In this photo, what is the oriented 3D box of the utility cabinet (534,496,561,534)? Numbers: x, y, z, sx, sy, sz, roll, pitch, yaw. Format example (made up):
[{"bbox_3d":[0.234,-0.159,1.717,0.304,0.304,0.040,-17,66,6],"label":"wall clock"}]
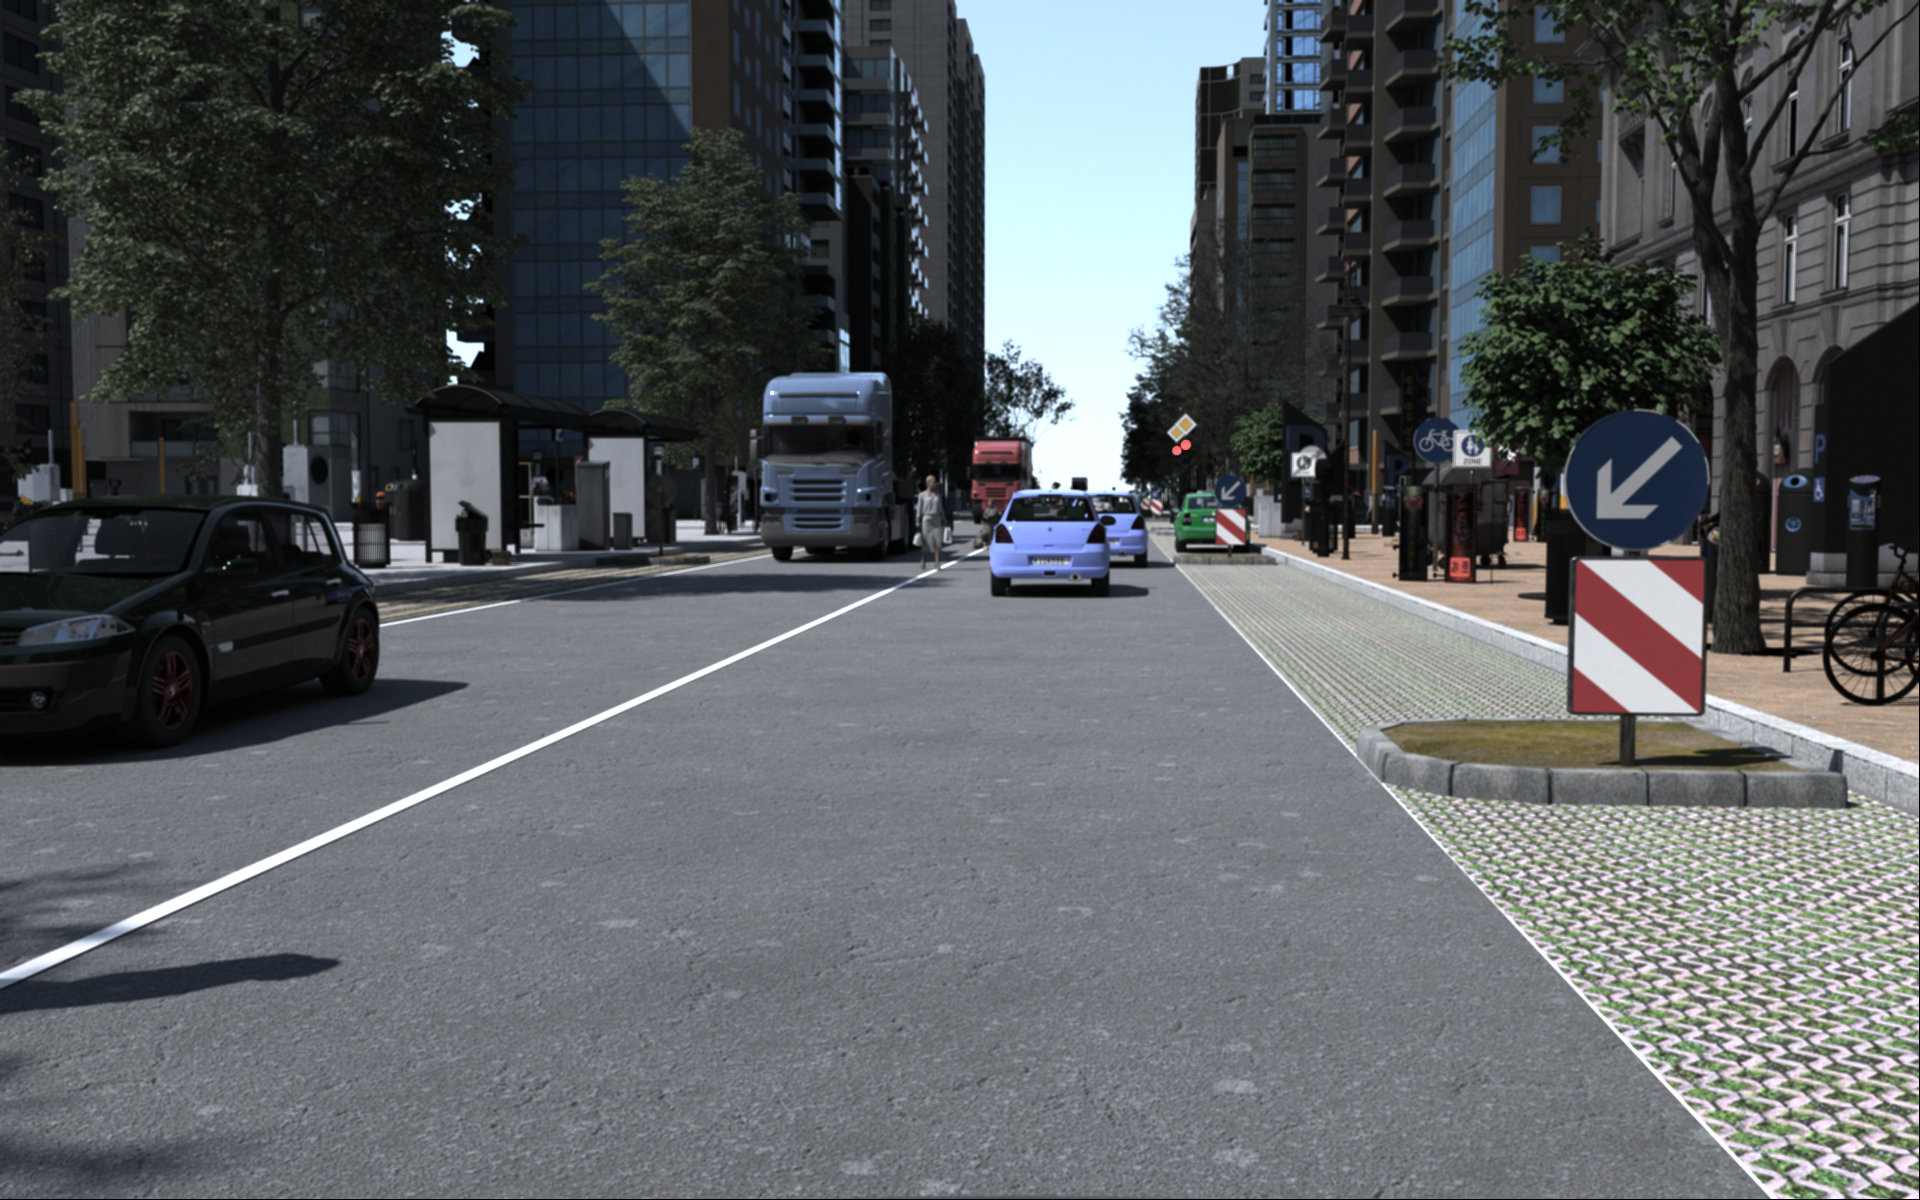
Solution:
[{"bbox_3d":[-13.468,-2.766,56.390,0.306,1.237,1.020,2,4,30],"label":"utility cabinet"}]

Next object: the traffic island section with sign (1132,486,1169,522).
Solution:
[{"bbox_3d":[10.085,-4.982,90.088,1.989,1.847,2.006,0,4,5],"label":"traffic island section with sign"}]

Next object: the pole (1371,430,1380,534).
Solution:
[{"bbox_3d":[13.198,-3.740,54.987,0.158,3.312,0.155,0,3,0],"label":"pole"}]

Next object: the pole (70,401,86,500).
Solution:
[{"bbox_3d":[-19.521,-2.717,38.268,0.158,3.312,0.155,0,3,0],"label":"pole"}]

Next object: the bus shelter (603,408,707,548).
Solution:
[{"bbox_3d":[-8.003,-3.043,43.685,2.014,3.302,5.546,0,4,5],"label":"bus shelter"}]

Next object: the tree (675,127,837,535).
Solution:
[{"bbox_3d":[-7.704,-8.292,53.697,7.486,12.596,7.792,0,3,0],"label":"tree"}]

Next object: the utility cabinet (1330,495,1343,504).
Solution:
[{"bbox_3d":[17.910,-4.421,83.439,1.020,1.237,0.306,-1,4,-15],"label":"utility cabinet"}]

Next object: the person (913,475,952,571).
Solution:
[{"bbox_3d":[-0.526,-1.451,32.582,0.694,1.780,0.624,-1,4,-9],"label":"person"}]

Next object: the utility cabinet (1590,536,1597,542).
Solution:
[{"bbox_3d":[17.074,-2.180,46.804,0.306,1.237,1.020,3,5,42],"label":"utility cabinet"}]

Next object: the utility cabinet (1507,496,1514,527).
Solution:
[{"bbox_3d":[21.339,-3.475,67.979,0.306,1.237,1.020,-1,4,-17],"label":"utility cabinet"}]

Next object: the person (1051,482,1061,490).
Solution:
[{"bbox_3d":[2.703,-2.528,50.172,0.374,1.781,0.599,-3,4,-36],"label":"person"}]

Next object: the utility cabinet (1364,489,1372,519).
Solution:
[{"bbox_3d":[18.774,-4.344,79.711,0.318,1.500,1.173,1,4,8],"label":"utility cabinet"}]

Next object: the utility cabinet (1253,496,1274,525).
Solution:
[{"bbox_3d":[12.615,-3.679,71.317,1.020,1.237,0.306,1,4,15],"label":"utility cabinet"}]

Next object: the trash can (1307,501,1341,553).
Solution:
[{"bbox_3d":[7.890,-1.585,37.575,0.748,1.137,0.748,0,3,0],"label":"trash can"}]

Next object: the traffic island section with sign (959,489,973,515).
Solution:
[{"bbox_3d":[0.956,-6.747,118.948,1.989,1.847,2.006,0,4,5],"label":"traffic island section with sign"}]

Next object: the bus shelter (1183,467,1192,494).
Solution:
[{"bbox_3d":[16.351,-8.000,122.082,1.731,3.624,6.357,0,4,5],"label":"bus shelter"}]

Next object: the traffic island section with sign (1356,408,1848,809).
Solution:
[{"bbox_3d":[3.108,-0.014,8.851,1.989,1.847,2.006,0,4,5],"label":"traffic island section with sign"}]

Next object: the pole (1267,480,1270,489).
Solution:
[{"bbox_3d":[21.432,-7.743,120.441,0.158,3.312,0.155,0,3,0],"label":"pole"}]

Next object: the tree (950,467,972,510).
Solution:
[{"bbox_3d":[0.278,-9.569,140.174,4.285,4.588,4.351,0,3,0],"label":"tree"}]

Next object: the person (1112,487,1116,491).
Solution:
[{"bbox_3d":[9.100,-5.795,103.028,0.659,1.850,0.755,2,4,33],"label":"person"}]

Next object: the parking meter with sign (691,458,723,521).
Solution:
[{"bbox_3d":[-11.983,-5.282,82.614,1.738,3.016,0.543,2,4,31],"label":"parking meter with sign"}]

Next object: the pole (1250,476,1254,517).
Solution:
[{"bbox_3d":[16.456,-6.341,97.514,0.158,3.312,0.155,0,3,0],"label":"pole"}]

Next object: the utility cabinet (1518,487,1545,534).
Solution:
[{"bbox_3d":[18.178,-2.830,54.956,1.173,1.500,0.318,-1,4,-18],"label":"utility cabinet"}]

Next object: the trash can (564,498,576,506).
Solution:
[{"bbox_3d":[-15.566,-3.546,69.629,0.748,1.137,0.748,0,3,0],"label":"trash can"}]

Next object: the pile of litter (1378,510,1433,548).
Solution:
[{"bbox_3d":[10.901,-1.688,41.559,1.176,0.858,1.719,-1,4,-15],"label":"pile of litter"}]

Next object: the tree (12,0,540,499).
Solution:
[{"bbox_3d":[-9.548,-6.499,24.387,7.486,12.596,7.792,0,3,0],"label":"tree"}]

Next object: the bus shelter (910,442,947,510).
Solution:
[{"bbox_3d":[-2.135,-8.827,121.952,2.179,5.291,8.768,0,4,5],"label":"bus shelter"}]

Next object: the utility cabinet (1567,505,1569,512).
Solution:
[{"bbox_3d":[19.554,-2.642,54.351,0.306,1.237,1.020,-3,4,-37],"label":"utility cabinet"}]

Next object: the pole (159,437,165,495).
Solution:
[{"bbox_3d":[-28.742,-4.195,62.438,0.158,3.312,0.155,0,3,0],"label":"pole"}]

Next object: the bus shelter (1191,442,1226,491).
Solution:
[{"bbox_3d":[16.232,-8.357,114.268,2.179,5.291,8.768,0,4,5],"label":"bus shelter"}]

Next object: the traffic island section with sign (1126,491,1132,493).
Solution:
[{"bbox_3d":[12.472,-6.687,117.952,1.989,1.847,2.006,0,4,5],"label":"traffic island section with sign"}]

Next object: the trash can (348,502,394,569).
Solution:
[{"bbox_3d":[-10.168,-1.118,29.928,0.748,1.137,0.748,0,3,0],"label":"trash can"}]

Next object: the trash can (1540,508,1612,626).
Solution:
[{"bbox_3d":[6.074,-0.327,17.008,0.748,1.137,0.748,0,3,0],"label":"trash can"}]

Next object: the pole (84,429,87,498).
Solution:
[{"bbox_3d":[-27.303,-3.673,53.903,0.158,3.312,0.155,0,3,0],"label":"pole"}]

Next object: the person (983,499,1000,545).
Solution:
[{"bbox_3d":[0.896,-2.199,48.725,0.475,1.303,0.640,0,4,-7],"label":"person"}]

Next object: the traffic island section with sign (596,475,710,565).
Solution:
[{"bbox_3d":[-6.215,-1.643,35.496,1.989,1.847,2.006,0,4,5],"label":"traffic island section with sign"}]

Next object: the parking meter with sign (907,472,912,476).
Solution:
[{"bbox_3d":[-3.987,-8.533,135.769,0.543,3.016,1.738,-1,4,-11],"label":"parking meter with sign"}]

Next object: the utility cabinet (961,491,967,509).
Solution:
[{"bbox_3d":[0.335,-8.254,143.637,0.318,1.500,1.173,-1,4,-13],"label":"utility cabinet"}]

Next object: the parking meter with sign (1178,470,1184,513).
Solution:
[{"bbox_3d":[13.812,-6.918,109.373,0.543,3.016,1.738,0,4,2],"label":"parking meter with sign"}]

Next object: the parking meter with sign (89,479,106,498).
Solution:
[{"bbox_3d":[-44.954,-5.756,90.363,1.738,3.016,0.543,-3,5,-44],"label":"parking meter with sign"}]

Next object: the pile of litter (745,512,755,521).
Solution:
[{"bbox_3d":[-10.552,-4.318,84.566,1.176,0.858,1.719,-2,4,-30],"label":"pile of litter"}]

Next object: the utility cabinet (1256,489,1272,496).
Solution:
[{"bbox_3d":[12.951,-3.980,73.750,0.318,1.500,1.173,2,4,28],"label":"utility cabinet"}]

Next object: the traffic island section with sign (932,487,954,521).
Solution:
[{"bbox_3d":[-1.353,-5.103,92.054,1.989,1.847,2.006,0,4,5],"label":"traffic island section with sign"}]

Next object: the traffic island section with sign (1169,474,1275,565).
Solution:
[{"bbox_3d":[5.414,-1.656,35.707,1.989,1.847,2.006,0,4,5],"label":"traffic island section with sign"}]

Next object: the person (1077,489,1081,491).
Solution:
[{"bbox_3d":[9.293,-7.743,135.075,0.580,1.828,0.573,3,5,42],"label":"person"}]

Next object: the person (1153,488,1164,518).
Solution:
[{"bbox_3d":[11.092,-5.380,96.639,0.728,1.800,0.709,-1,4,-18],"label":"person"}]

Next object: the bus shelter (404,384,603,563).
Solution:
[{"bbox_3d":[-8.998,-2.489,34.614,2.014,3.302,5.546,0,4,5],"label":"bus shelter"}]

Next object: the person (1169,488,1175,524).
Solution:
[{"bbox_3d":[10.303,-4.583,83.617,0.473,1.802,0.592,1,4,10],"label":"person"}]

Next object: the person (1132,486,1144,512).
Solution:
[{"bbox_3d":[8.659,-4.647,84.499,0.660,1.820,0.620,0,4,3],"label":"person"}]

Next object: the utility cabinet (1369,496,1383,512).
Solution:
[{"bbox_3d":[18.066,-3.871,74.452,1.020,1.237,0.306,-2,4,-29],"label":"utility cabinet"}]

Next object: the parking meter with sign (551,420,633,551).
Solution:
[{"bbox_3d":[-8.346,-2.639,39.403,1.738,3.016,0.543,0,4,7],"label":"parking meter with sign"}]
